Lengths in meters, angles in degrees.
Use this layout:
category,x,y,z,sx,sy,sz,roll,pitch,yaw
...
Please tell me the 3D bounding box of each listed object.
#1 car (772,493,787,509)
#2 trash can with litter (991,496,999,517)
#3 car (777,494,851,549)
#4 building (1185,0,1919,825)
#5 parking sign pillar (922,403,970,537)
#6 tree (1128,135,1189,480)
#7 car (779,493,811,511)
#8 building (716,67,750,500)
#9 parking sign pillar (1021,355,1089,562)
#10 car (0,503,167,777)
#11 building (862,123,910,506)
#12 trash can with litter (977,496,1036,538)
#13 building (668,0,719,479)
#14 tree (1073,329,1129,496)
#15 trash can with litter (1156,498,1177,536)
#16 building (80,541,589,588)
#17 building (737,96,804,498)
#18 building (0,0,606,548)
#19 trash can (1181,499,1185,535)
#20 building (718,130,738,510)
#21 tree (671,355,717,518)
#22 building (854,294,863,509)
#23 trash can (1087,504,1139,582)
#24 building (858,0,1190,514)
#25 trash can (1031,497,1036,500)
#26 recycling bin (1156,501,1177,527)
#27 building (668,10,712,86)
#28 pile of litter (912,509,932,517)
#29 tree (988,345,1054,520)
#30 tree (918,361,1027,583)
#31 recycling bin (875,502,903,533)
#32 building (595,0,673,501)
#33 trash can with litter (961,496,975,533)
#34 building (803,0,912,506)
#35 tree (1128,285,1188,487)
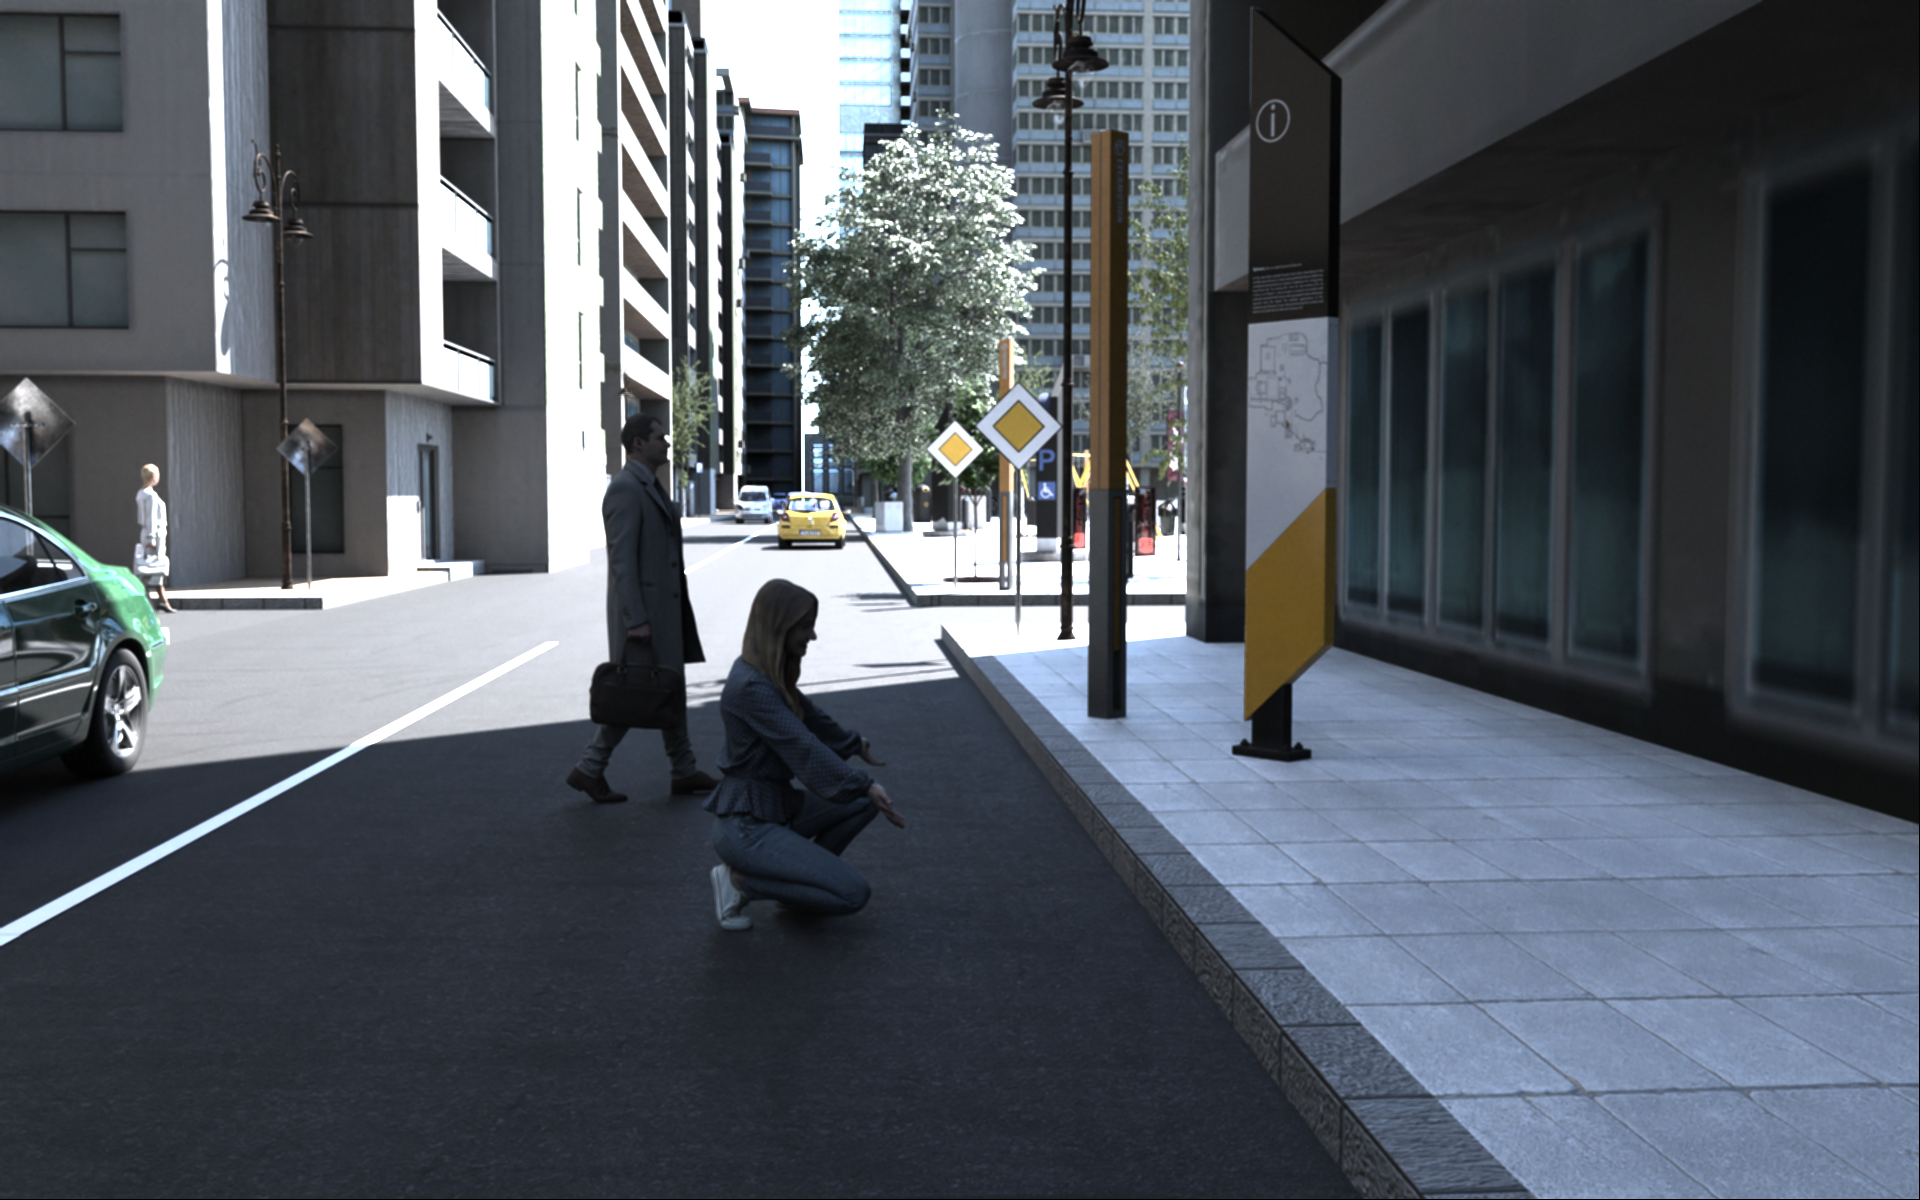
category,x,y,z,sx,sy,sz,roll,pitch,yaw
car,-16.820,-9.296,161.581,1.945,1.707,3.694,0,4,-4
trash can with litter,1.916,-5.281,97.738,0.624,1.170,1.055,3,4,38
car,-3.951,-2.222,46.549,2.015,1.641,3.980,0,4,-3
building,13.444,-23.298,4.625,21.300,48.544,21.600,0,4,-4
parking sign pillar,-0.414,-3.870,51.749,1.447,3.967,1.447,-1,4,-23
tree,4.521,-4.764,28.247,4.737,8.622,4.395,0,3,0
car,-7.652,-4.470,82.668,1.945,1.707,3.694,0,4,-6
building,-31.261,-28.364,155.632,23.993,40.220,32.217,0,4,-4
parking sign pillar,1.810,-2.727,33.064,1.447,3.967,1.447,1,4,17
car,-5.084,0.265,7.459,2.131,1.459,4.920,0,4,-4
building,-0.783,-22.443,138.636,14.160,30.474,14.107,0,4,-4
trash can with litter,1.947,-2.487,51.723,2.233,1.210,1.678,3,4,38
building,-23.961,-28.603,117.776,14.600,45.320,14.200,0,4,-4
tree,6.923,-7.487,72.771,4.360,8.622,3.978,0,3,0
trash can with litter,6.052,-2.511,52.435,1.055,1.170,0.624,3,4,36
building,-14.354,-21.069,28.067,14.154,41.232,14.086,0,4,-4
building,-31.626,-32.771,190.431,28.867,44.769,22.147,0,4,-4
building,-18.442,-22.402,49.870,14.154,41.232,14.086,0,4,-4
trash can,7.204,-2.630,54.648,0.748,1.137,0.748,0,3,0
building,-24.578,-22.063,132.434,14.160,30.474,14.107,0,4,-4
tree,-14.751,-8.597,90.926,4.737,8.622,4.395,0,3,0
building,4.135,-19.312,160.793,27.650,21.520,28.899,0,4,-4
trash can,2.227,-0.829,25.206,0.748,1.137,0.748,0,3,0
building,9.119,-26.185,120.001,32.217,40.220,23.993,0,4,-4
trash can,4.131,-5.256,97.589,0.748,1.137,0.748,0,3,0
recycling bin,7.868,-3.303,66.558,0.722,1.027,0.722,2,4,30
building,-22.357,-20.335,104.182,14.160,30.474,14.107,0,4,-4
pile of litter,-1.845,-5.166,98.429,1.719,0.858,1.176,3,4,36
tree,2.838,-8.219,84.737,4.737,8.622,4.395,0,3,0
tree,0.117,-1.886,25.437,1.663,3.219,1.824,0,3,0
recycling bin,-2.376,-2.770,57.840,0.722,1.027,0.722,-2,4,-30
building,-24.405,-27.607,75.073,21.300,48.544,21.600,0,4,-4
trash can with litter,0.331,-2.852,57.690,1.678,1.210,2.233,1,4,8
building,-1.822,-53.783,192.015,31.000,86.520,22.319,0,4,-4
tree,8.275,-6.608,58.396,4.360,8.622,3.978,0,3,0
